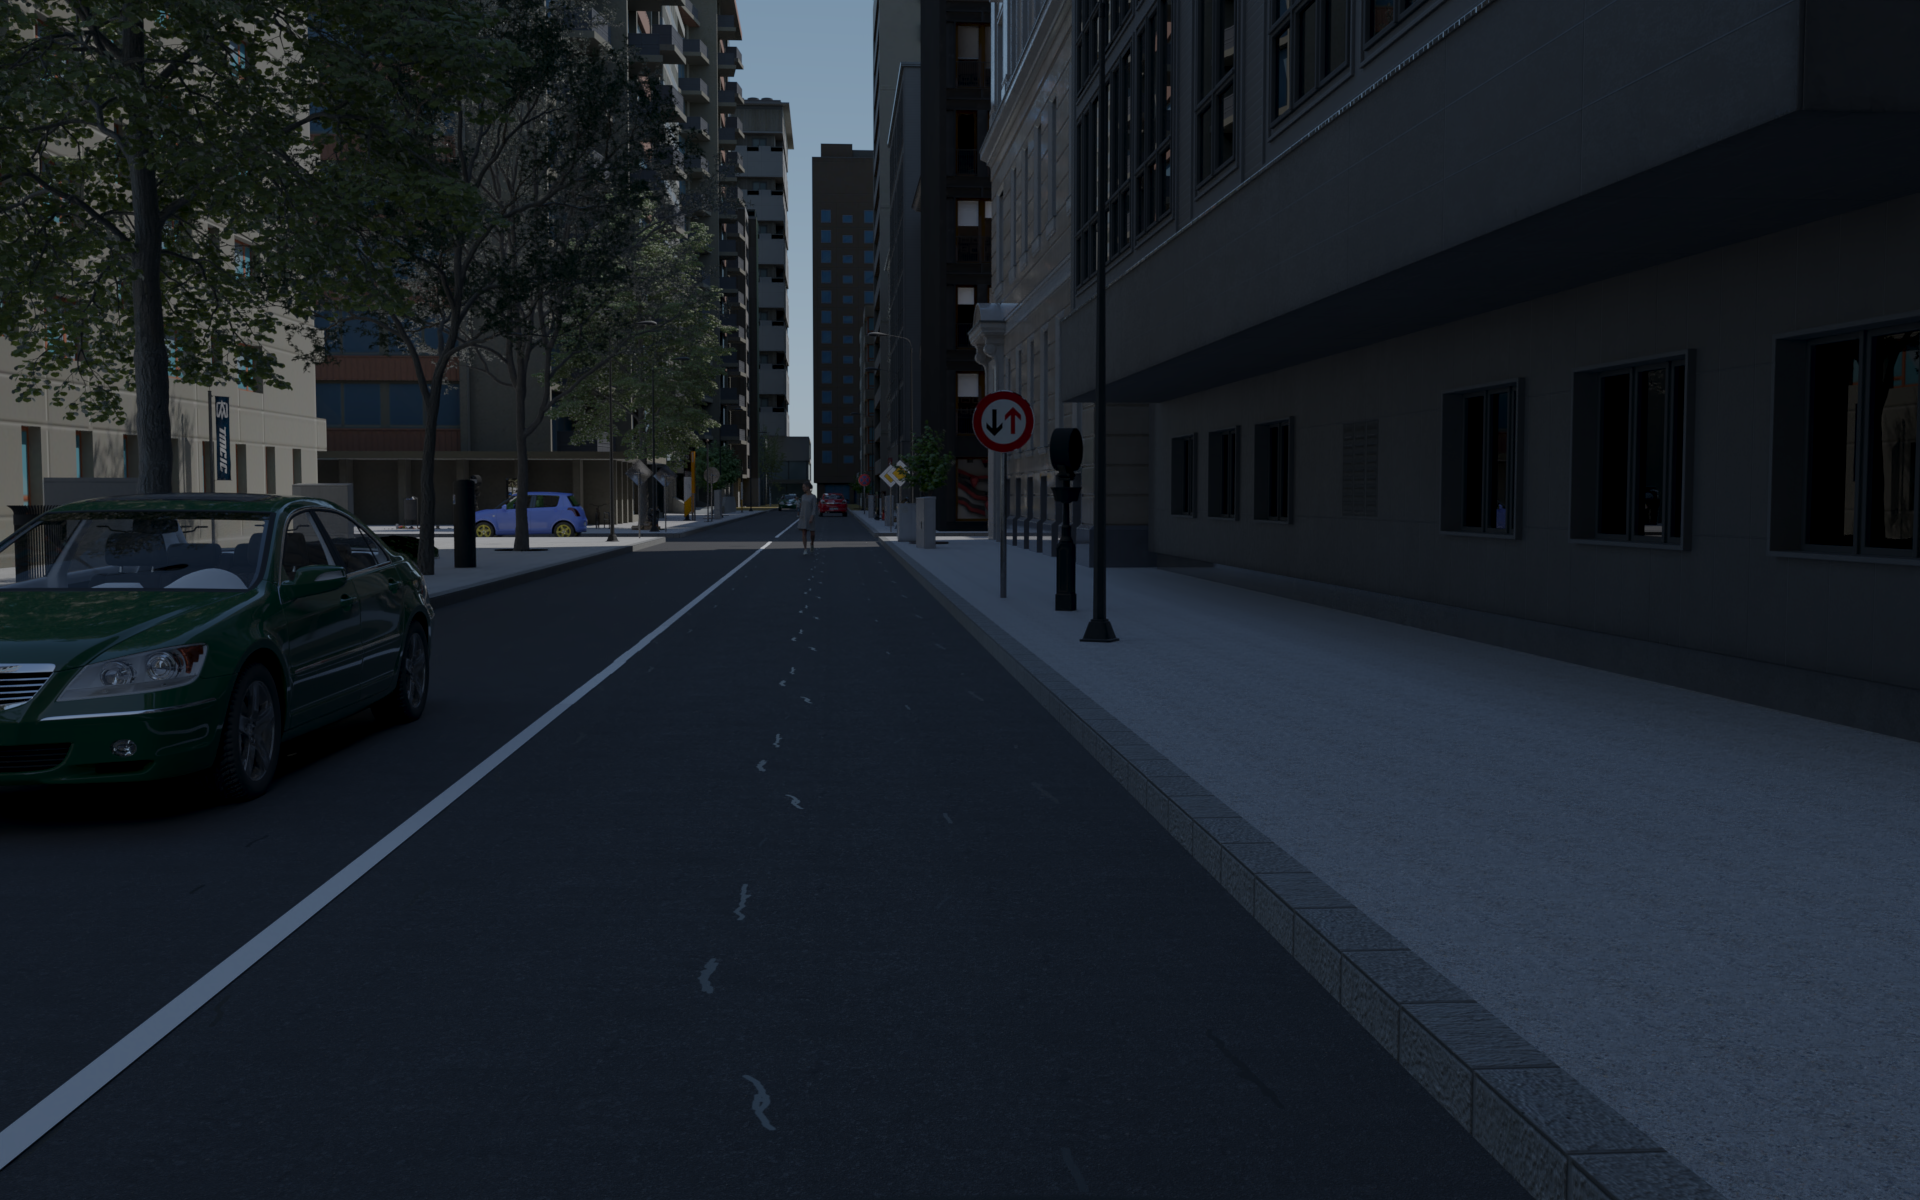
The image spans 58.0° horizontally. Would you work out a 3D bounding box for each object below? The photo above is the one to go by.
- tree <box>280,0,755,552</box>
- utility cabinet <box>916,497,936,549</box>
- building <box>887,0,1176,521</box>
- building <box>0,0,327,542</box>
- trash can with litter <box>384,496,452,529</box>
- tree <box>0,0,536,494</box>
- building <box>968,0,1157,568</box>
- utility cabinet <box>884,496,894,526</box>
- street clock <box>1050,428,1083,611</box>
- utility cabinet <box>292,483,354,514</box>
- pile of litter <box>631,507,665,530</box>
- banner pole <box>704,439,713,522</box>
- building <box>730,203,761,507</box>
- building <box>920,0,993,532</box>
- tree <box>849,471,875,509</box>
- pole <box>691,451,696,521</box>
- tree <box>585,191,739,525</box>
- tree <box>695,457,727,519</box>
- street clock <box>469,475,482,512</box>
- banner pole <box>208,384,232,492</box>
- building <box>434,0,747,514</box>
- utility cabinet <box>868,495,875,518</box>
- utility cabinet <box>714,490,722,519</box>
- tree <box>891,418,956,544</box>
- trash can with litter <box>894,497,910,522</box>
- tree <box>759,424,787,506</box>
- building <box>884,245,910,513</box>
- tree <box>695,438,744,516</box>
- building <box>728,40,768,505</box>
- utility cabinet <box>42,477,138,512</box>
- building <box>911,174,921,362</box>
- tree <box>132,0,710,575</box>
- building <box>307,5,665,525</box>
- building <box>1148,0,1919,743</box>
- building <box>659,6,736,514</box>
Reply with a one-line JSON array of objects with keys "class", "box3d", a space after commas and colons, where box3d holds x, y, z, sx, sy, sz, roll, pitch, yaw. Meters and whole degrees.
[{"class": "tree", "box3d": [-9.735, -7.847, 38.664, 12.009, 13.543, 11.850, 0, 3, 0]}, {"class": "utility cabinet", "box3d": [-0.816, -1.826, 41.019, 0.306, 1.237, 1.020, -1, 4, -12]}, {"class": "building", "box3d": [3.206, -18.945, 103.250, 14.314, 27.812, 24.014, 0, 4, -4]}, {"class": "building", "box3d": [-31.358, -11.546, 33.816, 28.899, 21.520, 27.650, 0, 4, -4]}, {"class": "trash can with litter", "box3d": [-19.786, -3.202, 63.418, 2.233, 1.210, 1.678, 0, 4, 7]}, {"class": "tree", "box3d": [-8.218, -6.067, 17.328, 7.486, 12.596, 7.792, 0, 3, 0]}, {"class": "building", "box3d": [7.728, -15.506, 39.429, 13.634, 28.700, 20.117, 0, 4, -4]}, {"class": "utility cabinet", "box3d": [-2.847, -3.563, 69.422, 0.306, 1.237, 1.020, 0, 4, -7]}, {"class": "street clock", "box3d": [1.166, -0.883, 19.014, 0.358, 2.002, 0.471, 2, 4, 24]}, {"class": "utility cabinet", "box3d": [-13.222, -1.668, 35.957, 1.173, 1.500, 0.318, 0, 4, 3]}, {"class": "pile of litter", "box3d": [-11.158, -2.925, 61.794, 1.176, 0.858, 1.719, -1, 4, -15]}, {"class": "banner pole", "box3d": [-11.593, -5.484, 79.673, 0.401, 3.779, 0.863, 0, 4, -5]}, {"class": "building", "box3d": [-26.833, -24.247, 168.134, 14.160, 30.474, 14.107, 0, 4, -4]}, {"class": "building", "box3d": [6.737, -14.403, 65.169, 15.834, 23.373, 12.332, 0, 4, -4]}, {"class": "tree", "box3d": [-8.491, -9.397, 148.244, 1.663, 3.219, 1.824, 0, 3, 0]}, {"class": "pole", "box3d": [-12.763, -5.448, 82.923, 0.158, 3.312, 0.155, 0, 3, 0]}, {"class": "tree", "box3d": [-12.091, -8.983, 64.992, 7.486, 12.596, 7.792, 0, 3, 0]}, {"class": "tree", "box3d": [-12.921, -5.882, 90.764, 1.663, 3.219, 1.824, 0, 3, 0]}, {"class": "street clock", "box3d": [-18.440, -3.756, 65.979, 0.471, 2.002, 0.358, 3, 4, 36]}, {"class": "banner pole", "box3d": [-16.618, -2.986, 38.830, 0.401, 3.779, 0.863, 1, 4, 17]}, {"class": "building", "box3d": [-29.611, -30.053, 145.985, 22.147, 44.769, 28.867, 0, 4, -4]}, {"class": "utility cabinet", "box3d": [-4.745, -5.026, 93.344, 0.306, 1.237, 1.020, 0, 4, 3]}, {"class": "utility cabinet", "box3d": [-12.338, -4.863, 88.185, 0.318, 1.500, 1.173, 0, 4, -3]}, {"class": "tree", "box3d": [-0.945, -3.059, 44.608, 1.663, 3.219, 1.824, 0, 3, 0]}, {"class": "trash can with litter", "box3d": [-2.705, -4.095, 78.346, 1.055, 1.170, 0.624, 2, 4, 25]}, {"class": "tree", "box3d": [-19.887, -14.106, 180.992, 4.737, 8.622, 4.395, 0, 3, 0]}, {"class": "building", "box3d": [-0.305, -16.867, 124.926, 9.793, 20.994, 18.267, 0, 4, -4]}, {"class": "tree", "box3d": [-14.377, -7.236, 102.017, 4.285, 4.588, 4.351, 0, 3, 0]}, {"class": "building", "box3d": [-37.687, -53.855, 193.205, 31.000, 86.520, 22.319, 0, 4, -4]}, {"class": "utility cabinet", "box3d": [-11.734, -0.904, 23.455, 1.173, 1.500, 0.318, -2, 4, -30]}, {"class": "building", "box3d": [3.431, -13.287, 81.862, 10.561, 19.102, 19.286, 0, 4, -4]}, {"class": "tree", "box3d": [-8.381, -5.652, 26.830, 8.767, 10.594, 7.601, -1, 4, -21]}, {"class": "building", "box3d": [-24.842, -26.178, 82.638, 22.147, 44.769, 28.867, 0, 4, -4]}, {"class": "building", "box3d": [9.581, -13.700, 17.509, 14.314, 27.812, 24.014, 0, 4, -4]}, {"class": "building", "box3d": [-31.832, -25.984, 116.719, 32.217, 40.220, 23.993, 0, 4, -4]}]
